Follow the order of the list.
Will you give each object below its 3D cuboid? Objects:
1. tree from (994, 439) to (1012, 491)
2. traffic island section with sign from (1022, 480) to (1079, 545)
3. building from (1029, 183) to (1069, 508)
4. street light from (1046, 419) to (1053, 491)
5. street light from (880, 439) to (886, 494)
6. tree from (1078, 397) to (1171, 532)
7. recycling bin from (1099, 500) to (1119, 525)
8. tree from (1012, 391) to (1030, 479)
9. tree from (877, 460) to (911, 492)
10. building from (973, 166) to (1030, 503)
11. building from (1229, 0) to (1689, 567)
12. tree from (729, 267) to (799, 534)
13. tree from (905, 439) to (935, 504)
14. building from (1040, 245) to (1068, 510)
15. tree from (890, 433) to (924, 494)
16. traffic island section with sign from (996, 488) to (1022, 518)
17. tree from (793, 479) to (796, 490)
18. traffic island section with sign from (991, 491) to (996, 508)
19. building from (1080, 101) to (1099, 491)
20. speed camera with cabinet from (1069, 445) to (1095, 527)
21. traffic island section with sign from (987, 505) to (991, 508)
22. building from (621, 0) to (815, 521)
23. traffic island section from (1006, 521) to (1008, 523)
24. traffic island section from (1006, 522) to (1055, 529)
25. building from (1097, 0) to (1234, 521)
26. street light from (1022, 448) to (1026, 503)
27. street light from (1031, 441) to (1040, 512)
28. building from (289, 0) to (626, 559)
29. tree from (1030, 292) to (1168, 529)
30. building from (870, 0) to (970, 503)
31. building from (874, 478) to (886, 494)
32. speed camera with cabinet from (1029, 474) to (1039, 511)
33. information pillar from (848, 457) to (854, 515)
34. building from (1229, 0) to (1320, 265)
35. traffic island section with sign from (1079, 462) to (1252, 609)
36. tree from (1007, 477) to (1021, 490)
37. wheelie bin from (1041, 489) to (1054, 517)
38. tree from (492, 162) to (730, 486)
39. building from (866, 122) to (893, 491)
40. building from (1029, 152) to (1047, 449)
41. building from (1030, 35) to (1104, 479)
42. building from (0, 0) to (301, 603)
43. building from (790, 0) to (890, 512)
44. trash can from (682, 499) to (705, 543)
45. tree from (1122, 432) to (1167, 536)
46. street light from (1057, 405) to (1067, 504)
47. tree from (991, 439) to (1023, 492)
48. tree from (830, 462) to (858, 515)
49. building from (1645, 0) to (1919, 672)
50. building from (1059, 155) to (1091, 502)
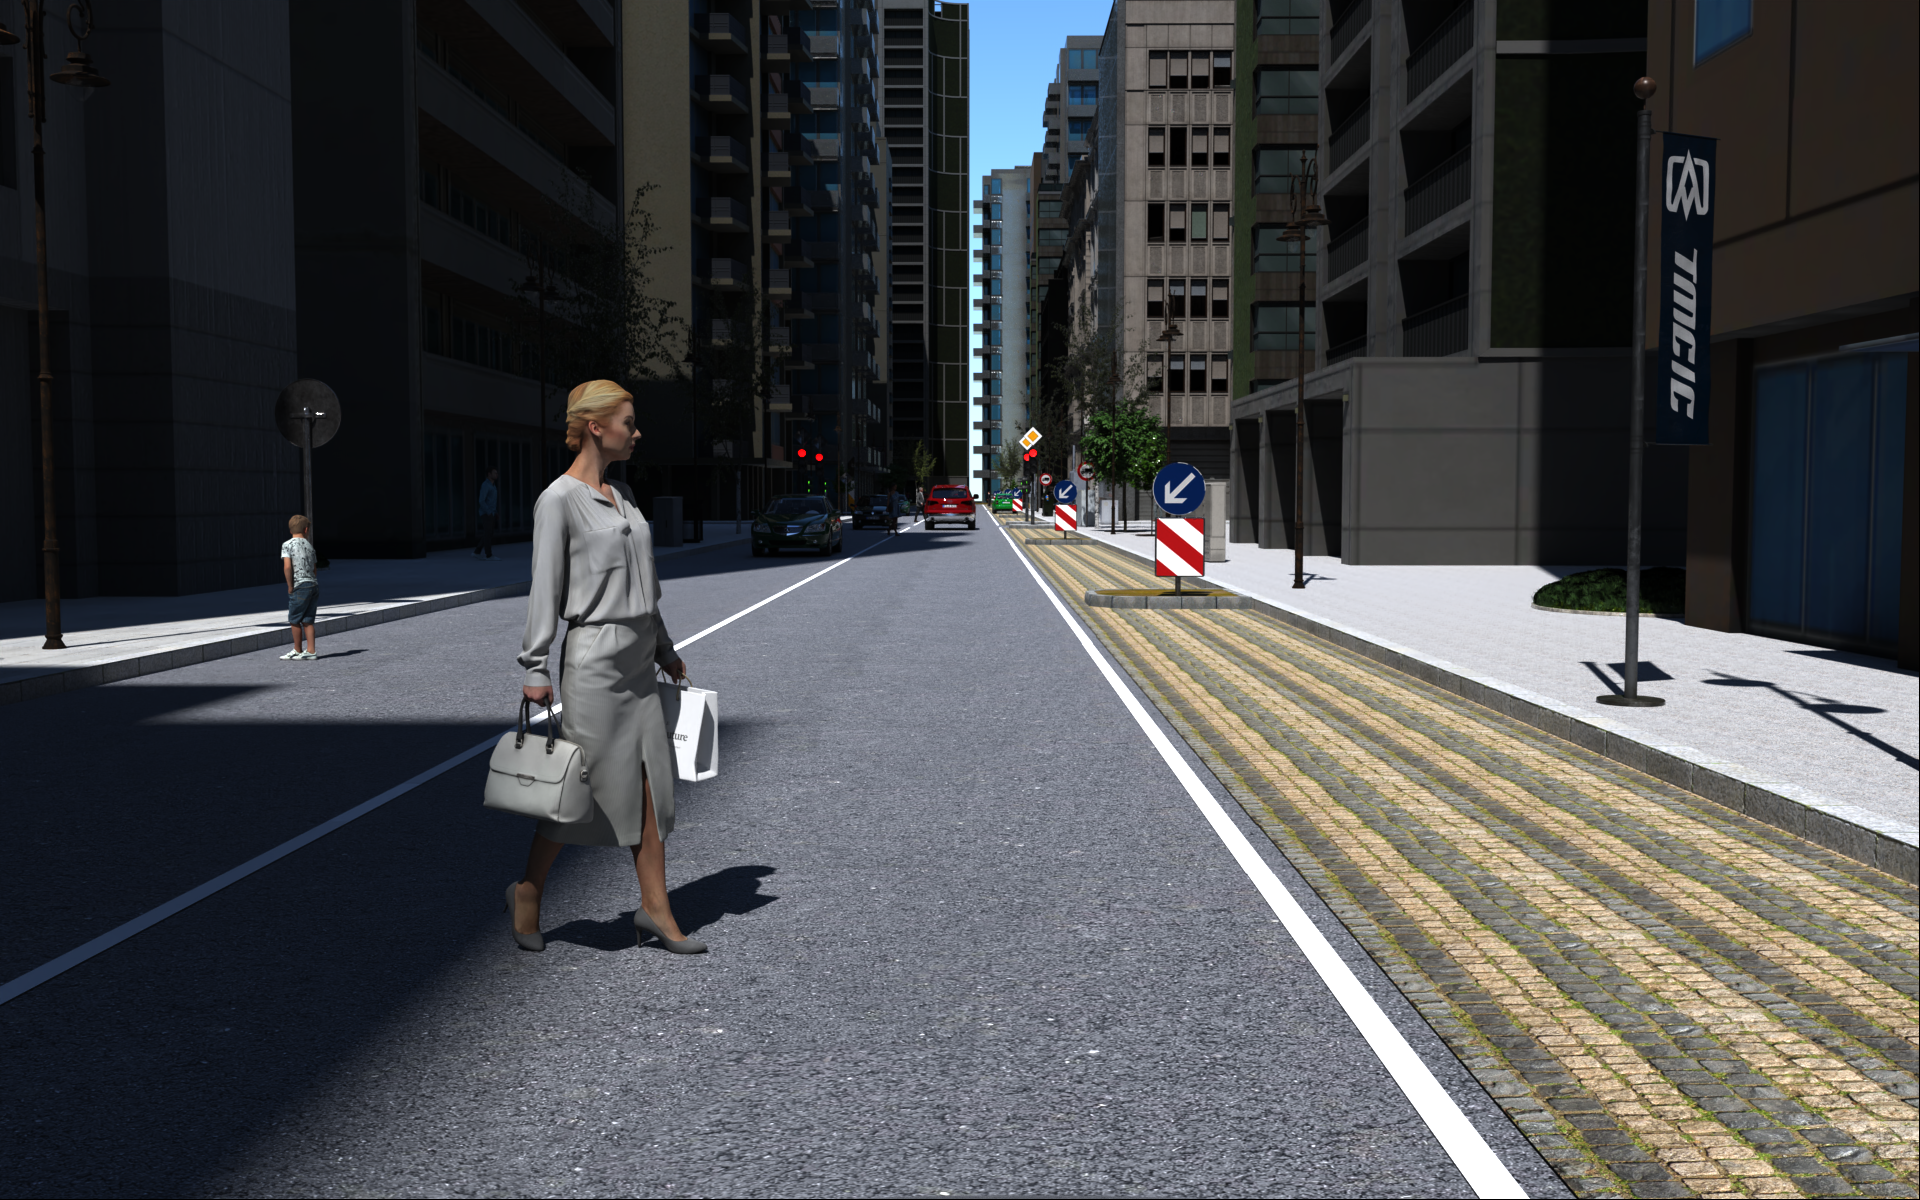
[{"bbox_3d":[6.415,-16.415,218.747,4.360,8.622,3.978,0,3,0],"label":"tree"},{"bbox_3d":[2.861,-2.489,49.327,1.989,1.847,2.006,0,4,0],"label":"traffic island section with sign"},{"bbox_3d":[14.113,-23.951,163.295,14.160,30.474,14.107,0,4,0],"label":"building"},{"bbox_3d":[5.486,-8.165,106.287,0.468,5.910,1.993,0,4,0],"label":"street light"},{"bbox_3d":[-6.395,-10.524,144.858,0.468,5.910,1.993,0,4,0],"label":"street light"},{"bbox_3d":[5.624,-4.594,58.830,4.285,4.588,4.351,0,3,0],"label":"tree"},{"bbox_3d":[6.283,-3.700,73.054,0.722,1.027,0.722,0,4,-3],"label":"recycling bin"},{"bbox_3d":[5.553,-9.950,113.043,4.360,8.622,3.978,0,3,0],"label":"tree"},{"bbox_3d":[-6.417,-11.268,167.940,4.285,4.588,4.351,0,3,0],"label":"tree"},{"bbox_3d":[17.154,-38.661,251.719,30.456,49.044,23.786,0,4,0],"label":"building"},{"bbox_3d":[17.253,-36.399,33.371,20.563,71.187,20.611,0,4,0],"label":"building"},{"bbox_3d":[-7.373,-6.437,55.605,4.360,8.622,3.978,0,3,0],"label":"tree"},{"bbox_3d":[-5.462,-16.944,227.400,4.737,8.622,4.395,0,3,0],"label":"tree"},{"bbox_3d":[13.328,-19.437,147.474,12.332,23.373,15.834,0,4,0],"label":"building"},{"bbox_3d":[-6.430,-15.582,205.123,4.360,8.622,3.978,0,3,0],"label":"tree"},{"bbox_3d":[3.348,-5.889,104.915,1.989,1.847,2.006,0,4,0],"label":"traffic island section with sign"},{"bbox_3d":[-11.368,-7.193,112.213,1.663,3.219,1.824,0,3,0],"label":"tree"},{"bbox_3d":[3.573,-7.538,131.869,1.989,1.847,2.006,0,4,0],"label":"traffic island section with sign"},{"bbox_3d":[14.752,-19.568,105.845,13.634,28.700,20.117,0,4,0],"label":"building"},{"bbox_3d":[4.902,-4.589,69.361,0.660,3.252,2.038,-1,4,-10],"label":"speed camera with cabinet"},{"bbox_3d":[3.995,-10.608,182.068,1.989,1.847,2.006,0,4,0],"label":"traffic island section with sign"},{"bbox_3d":[-19.800,-26.949,95.248,22.147,44.769,28.867,0,4,0],"label":"building"},{"bbox_3d":[3.127,-3.550,80.317,2.009,0.180,2.903,0,4,0],"label":"traffic island section"},{"bbox_3d":[3.059,-3.061,72.333,2.009,0.180,2.903,0,4,0],"label":"traffic island section"},{"bbox_3d":[17.341,-16.483,87.526,19.932,24.808,12.078,0,4,0],"label":"building"},{"bbox_3d":[5.784,-11.143,154.979,0.468,5.910,1.993,0,4,0],"label":"street light"},{"bbox_3d":[5.487,-9.145,122.301,0.468,5.910,1.993,0,4,0],"label":"street light"},{"bbox_3d":[-21.322,-25.654,43.140,21.300,48.544,21.600,0,4,0],"label":"building"},{"bbox_3d":[5.297,-6.936,63.758,4.360,8.622,3.978,0,3,0],"label":"tree"},{"bbox_3d":[-8.959,-49.651,250.039,20.611,71.187,20.563,0,4,0],"label":"building"},{"bbox_3d":[-24.409,-30.374,188.499,32.217,40.220,23.993,0,4,0],"label":"building"},{"bbox_3d":[5.544,-8.329,130.514,0.660,3.252,2.038,1,4,10],"label":"speed camera with cabinet"},{"bbox_3d":[-6.778,-7.133,107.973,0.183,3.616,0.504,3,5,45],"label":"information pillar"},{"bbox_3d":[16.669,-17.789,62.548,14.160,30.474,14.107,0,4,0],"label":"building"},{"bbox_3d":[2.634,-0.841,22.372,1.989,1.847,2.006,0,4,0],"label":"traffic island section with sign"},{"bbox_3d":[6.105,-12.290,195.546,1.663,3.219,1.824,0,3,0],"label":"tree"},{"bbox_3d":[5.037,-5.576,99.072,0.693,1.594,0.980,-1,4,-11],"label":"wheelie bin"},{"bbox_3d":[-7.983,-5.383,38.372,4.360,8.622,3.978,0,3,0],"label":"tree"},{"bbox_3d":[-19.519,-36.363,218.239,21.600,48.544,21.300,0,4,0],"label":"building"},{"bbox_3d":[16.051,-34.948,221.510,14.600,45.320,14.200,0,4,0],"label":"building"},{"bbox_3d":[20.194,-34.575,184.917,23.786,49.044,30.456,0,4,0],"label":"building"},{"bbox_3d":[-20.352,-28.623,9.981,21.231,58.520,28.212,0,4,0],"label":"building"},{"bbox_3d":[-17.701,-31.381,132.692,23.786,49.044,30.456,0,4,0],"label":"building"},{"bbox_3d":[-7.061,-2.071,45.513,0.748,1.137,0.748,0,3,0],"label":"trash can"},{"bbox_3d":[5.969,-3.567,52.921,1.663,3.219,1.824,0,3,0],"label":"tree"},{"bbox_3d":[5.289,-7.177,90.139,0.468,5.910,1.993,0,4,0],"label":"street light"},{"bbox_3d":[6.528,-17.278,232.852,4.737,8.622,4.395,0,3,0],"label":"tree"},{"bbox_3d":[-7.482,-7.059,110.022,1.663,3.219,1.824,0,3,0],"label":"tree"},{"bbox_3d":[13.589,-21.940,8.833,14.600,45.320,14.200,0,4,0],"label":"building"},{"bbox_3d":[14.672,-20.811,127.647,14.401,28.519,23.554,0,4,0],"label":"building"}]
